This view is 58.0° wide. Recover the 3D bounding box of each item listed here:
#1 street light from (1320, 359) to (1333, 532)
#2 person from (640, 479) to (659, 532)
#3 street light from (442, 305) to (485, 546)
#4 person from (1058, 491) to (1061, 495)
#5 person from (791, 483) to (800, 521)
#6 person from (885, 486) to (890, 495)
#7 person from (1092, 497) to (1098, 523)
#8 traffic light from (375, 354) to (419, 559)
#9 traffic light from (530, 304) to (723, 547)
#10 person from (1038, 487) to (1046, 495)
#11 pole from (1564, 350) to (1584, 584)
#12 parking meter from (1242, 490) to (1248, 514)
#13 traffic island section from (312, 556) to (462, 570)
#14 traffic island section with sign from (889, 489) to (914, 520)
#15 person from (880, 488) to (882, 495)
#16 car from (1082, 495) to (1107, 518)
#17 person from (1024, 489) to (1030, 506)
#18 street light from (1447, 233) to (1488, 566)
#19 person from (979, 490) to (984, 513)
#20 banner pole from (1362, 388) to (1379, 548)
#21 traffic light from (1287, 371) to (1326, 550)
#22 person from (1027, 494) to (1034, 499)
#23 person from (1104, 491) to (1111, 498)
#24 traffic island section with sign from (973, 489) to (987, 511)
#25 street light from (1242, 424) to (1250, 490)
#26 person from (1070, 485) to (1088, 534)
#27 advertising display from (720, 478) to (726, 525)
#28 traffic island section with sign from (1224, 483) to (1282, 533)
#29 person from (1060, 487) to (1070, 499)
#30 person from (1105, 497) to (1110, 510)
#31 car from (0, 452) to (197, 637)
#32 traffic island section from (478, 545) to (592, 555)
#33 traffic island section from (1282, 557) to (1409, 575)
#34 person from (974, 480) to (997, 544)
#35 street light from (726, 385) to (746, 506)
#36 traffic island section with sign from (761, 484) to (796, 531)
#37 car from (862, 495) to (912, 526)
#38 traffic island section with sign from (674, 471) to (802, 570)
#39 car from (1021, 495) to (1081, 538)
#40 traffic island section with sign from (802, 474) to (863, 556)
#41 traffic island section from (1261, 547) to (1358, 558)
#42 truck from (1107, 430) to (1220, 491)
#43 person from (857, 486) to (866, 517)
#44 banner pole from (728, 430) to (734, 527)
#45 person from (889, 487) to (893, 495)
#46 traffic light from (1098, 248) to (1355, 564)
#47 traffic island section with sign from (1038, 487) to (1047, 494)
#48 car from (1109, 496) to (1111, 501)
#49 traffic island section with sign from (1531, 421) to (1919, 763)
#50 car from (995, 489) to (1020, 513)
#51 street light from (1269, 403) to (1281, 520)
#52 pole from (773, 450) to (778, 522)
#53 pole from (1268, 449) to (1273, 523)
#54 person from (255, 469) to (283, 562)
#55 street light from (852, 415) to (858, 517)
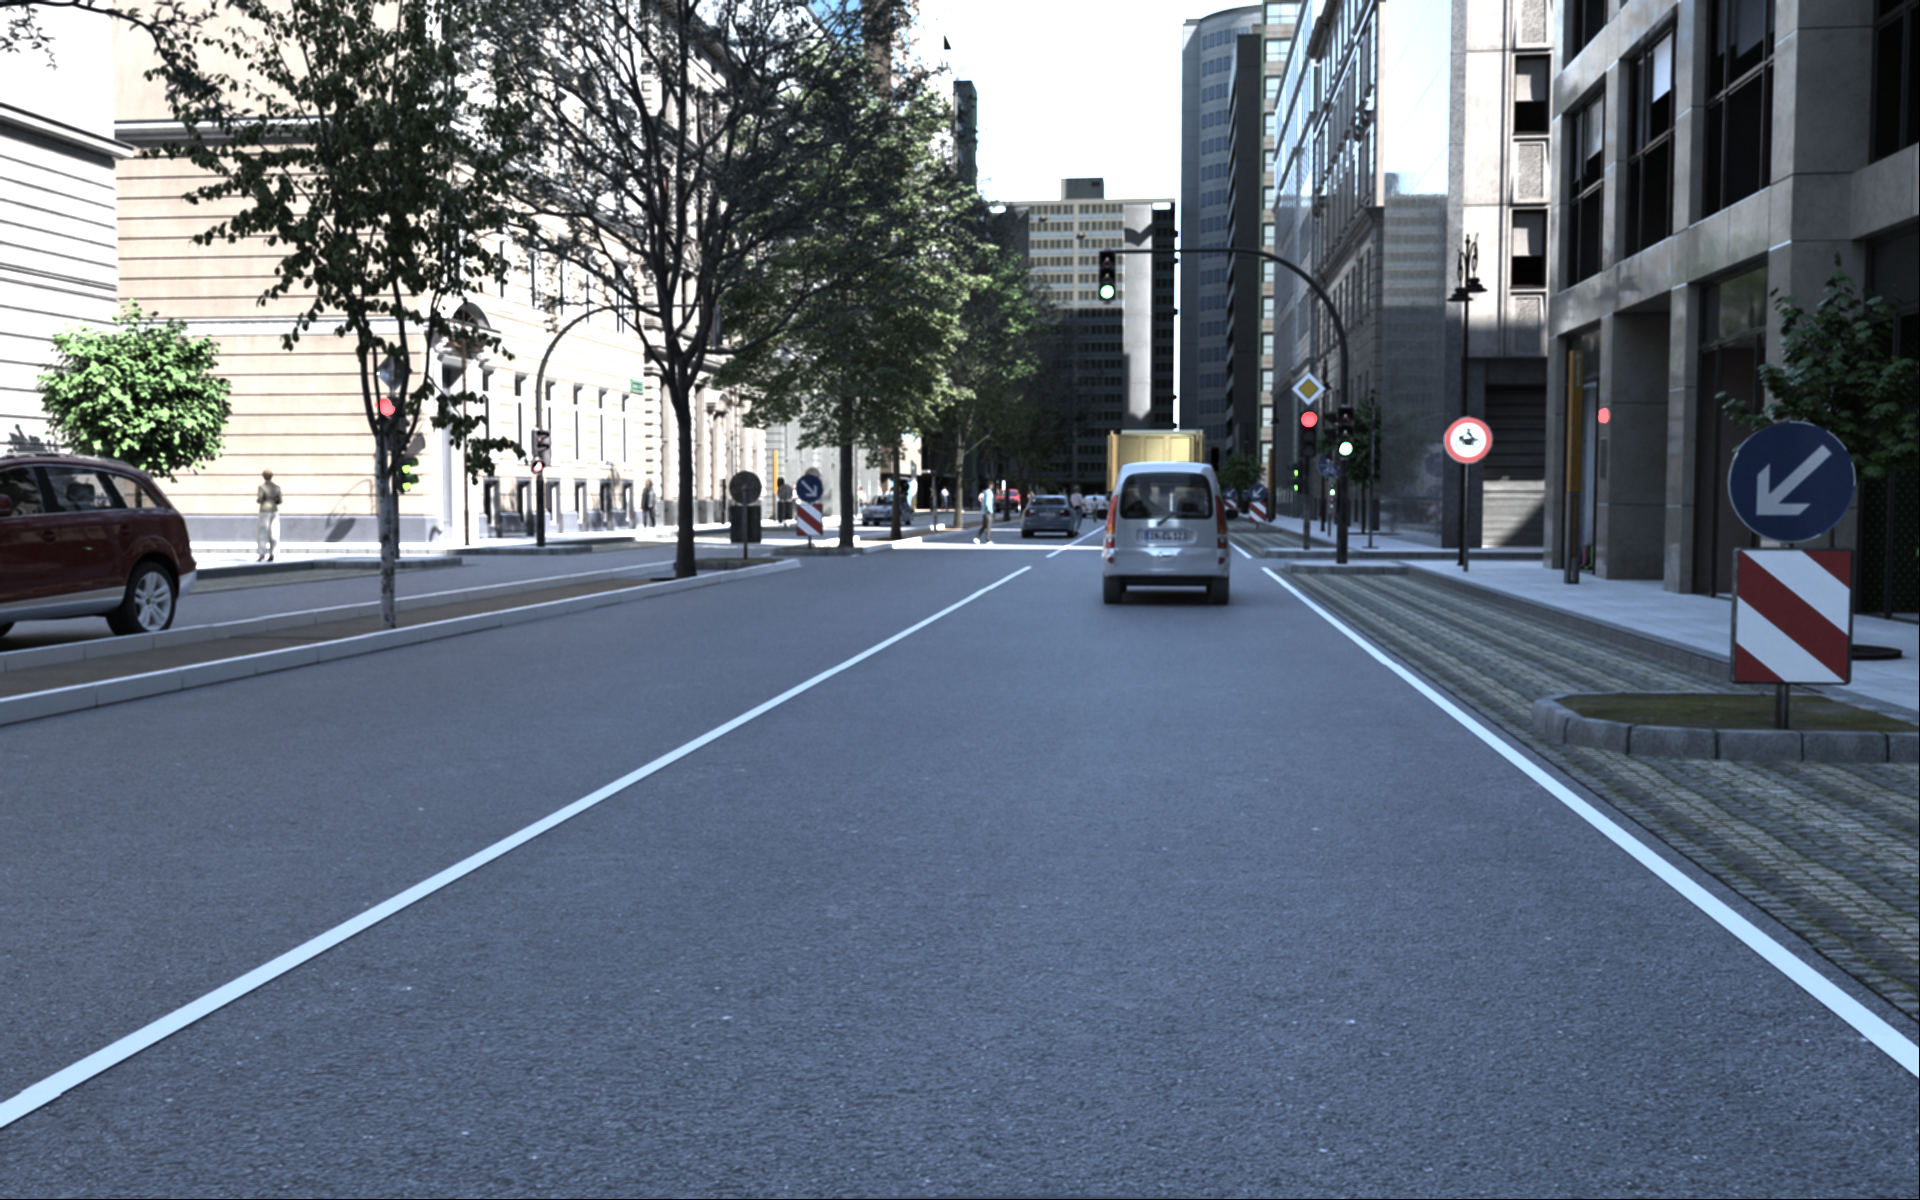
[{"bbox_3d":[12.430,-5.283,59.166,0.468,5.910,1.993,0,4,7],"label":"street light"},{"bbox_3d":[-10.421,-3.193,58.436,0.709,1.800,0.728,1,4,16],"label":"person"},{"bbox_3d":[-12.123,-4.259,42.428,0.468,5.910,1.993,0,4,7],"label":"street light"},{"bbox_3d":[9.137,-9.239,160.293,0.721,1.736,1.217,-2,4,-32],"label":"person"},{"bbox_3d":[-7.856,-4.659,82.411,0.606,1.804,0.583,1,4,10],"label":"person"},{"bbox_3d":[-4.450,-6.216,107.777,0.616,1.811,0.778,2,4,30],"label":"person"},{"bbox_3d":[6.777,-4.541,86.987,0.306,1.304,0.590,0,4,4],"label":"person"},{"bbox_3d":[-11.106,-2.758,34.021,0.839,4.253,0.868,0,4,7],"label":"traffic light"},{"bbox_3d":[-8.077,-4.102,41.739,4.771,5.953,1.251,0,4,7],"label":"traffic light"},{"bbox_3d":[4.235,-5.033,90.969,0.709,1.800,0.728,0,4,3],"label":"person"},{"bbox_3d":[8.744,-1.885,24.668,0.158,3.312,0.155,0,3,0],"label":"pole"},{"bbox_3d":[18.374,-6.311,111.595,0.372,1.533,0.369,0,3,0],"label":"parking meter"},{"bbox_3d":[-11.145,-0.727,34.160,2.009,0.180,2.903,0,4,7],"label":"traffic island section"},{"bbox_3d":[-3.590,-5.281,94.977,1.989,1.847,2.006,0,4,7],"label":"traffic island section with sign"},{"bbox_3d":[-5.485,-6.783,117.130,0.728,1.800,0.709,2,4,32],"label":"person"},{"bbox_3d":[8.264,-5.685,105.309,2.083,1.381,4.827,0,4,7],"label":"car"},{"bbox_3d":[5.564,-8.155,141.767,1.348,1.831,0.705,1,4,12],"label":"person"},{"bbox_3d":[9.022,-3.557,30.946,0.468,5.910,1.993,0,4,7],"label":"street light"},{"bbox_3d":[1.800,-7.581,133.386,0.756,1.711,0.436,-1,4,-16],"label":"person"},{"bbox_3d":[9.682,-3.098,40.669,0.401,3.779,0.863,1,4,8],"label":"banner pole"},{"bbox_3d":[7.971,-3.113,39.821,0.839,4.253,0.868,0,4,7],"label":"traffic light"},{"bbox_3d":[5.473,-7.594,133.193,0.617,1.759,0.750,0,4,2],"label":"person"},{"bbox_3d":[13.393,-9.062,157.393,1.217,1.736,0.721,1,4,22],"label":"person"},{"bbox_3d":[2.131,-8.225,143.102,1.989,1.847,2.006,0,4,7],"label":"traffic island section with sign"},{"bbox_3d":[18.800,-8.624,113.790,0.468,5.910,1.993,0,4,7],"label":"street light"},{"bbox_3d":[4.223,-3.212,61.686,0.731,1.740,0.598,1,4,19],"label":"person"},{"bbox_3d":[-9.754,-4.035,71.187,0.123,1.923,0.974,-1,4,-15],"label":"advertising display"},{"bbox_3d":[10.919,-3.409,64.358,1.989,1.847,2.006,0,4,7],"label":"traffic island section with sign"},{"bbox_3d":[5.652,-5.138,92.709,0.583,1.804,0.606,3,5,41],"label":"person"},{"bbox_3d":[7.445,-4.534,86.872,0.306,1.304,0.590,-1,4,-11],"label":"person"},{"bbox_3d":[-9.069,-0.419,15.525,2.281,1.827,5.304,1,4,9],"label":"car"},{"bbox_3d":[-10.203,-1.212,42.090,2.009,0.180,2.903,0,4,7],"label":"traffic island section"},{"bbox_3d":[7.069,-0.594,32.001,2.009,0.180,2.903,0,4,7],"label":"traffic island section"},{"bbox_3d":[0.718,-2.496,49.336,0.620,1.820,0.660,-1,4,-18],"label":"person"},{"bbox_3d":[-8.991,-5.915,69.502,0.468,5.910,1.993,0,4,7],"label":"street light"},{"bbox_3d":[-6.866,-3.592,67.357,1.989,1.847,2.006,0,4,7],"label":"traffic island section with sign"},{"bbox_3d":[-3.315,-4.114,79.264,2.014,1.417,4.499,0,4,8],"label":"car"},{"bbox_3d":[-4.309,-1.557,33.587,2.006,1.907,1.989,0,4,7],"label":"traffic island section with sign"},{"bbox_3d":[3.014,-2.808,57.912,2.014,1.417,4.499,0,4,6],"label":"car"},{"bbox_3d":[-3.427,-2.006,40.942,2.006,1.907,1.989,0,4,7],"label":"traffic island section with sign"},{"bbox_3d":[8.010,-1.079,39.930,2.009,0.180,2.903,0,4,7],"label":"traffic island section"},{"bbox_3d":[5.918,-3.381,51.207,3.469,3.379,9.791,1,4,8],"label":"truck"},{"bbox_3d":[-5.626,-5.600,98.187,0.643,1.750,0.593,0,4,-6],"label":"person"},{"bbox_3d":[-8.916,-4.757,67.799,0.401,3.779,0.863,0,4,-3],"label":"banner pole"},{"bbox_3d":[-3.637,-4.990,90.099,0.620,1.820,0.660,-1,4,-22],"label":"person"},{"bbox_3d":[4.942,-3.506,31.997,4.771,5.953,1.251,0,4,7],"label":"traffic light"},{"bbox_3d":[5.423,-6.570,115.560,2.006,1.907,1.989,0,4,7],"label":"traffic island section with sign"},{"bbox_3d":[13.610,-8.357,148.443,2.131,1.459,4.920,1,4,8],"label":"car"},{"bbox_3d":[4.486,-0.094,10.169,1.989,1.847,2.006,0,4,7],"label":"traffic island section with sign"},{"bbox_3d":[3.718,-7.657,133.866,2.281,1.827,5.304,0,4,6],"label":"car"},{"bbox_3d":[15.655,-6.938,86.229,0.468,5.910,1.993,0,4,7],"label":"street light"},{"bbox_3d":[-8.621,-5.314,80.724,0.158,3.312,0.155,0,3,0],"label":"pole"},{"bbox_3d":[14.008,-5.154,78.116,0.158,3.312,0.155,0,3,0],"label":"pole"},{"bbox_3d":[-13.189,-1.615,33.000,0.362,1.759,0.519,3,5,43],"label":"person"},{"bbox_3d":[-5.796,-7.571,96.569,0.468,5.910,1.993,0,4,7],"label":"street light"}]
